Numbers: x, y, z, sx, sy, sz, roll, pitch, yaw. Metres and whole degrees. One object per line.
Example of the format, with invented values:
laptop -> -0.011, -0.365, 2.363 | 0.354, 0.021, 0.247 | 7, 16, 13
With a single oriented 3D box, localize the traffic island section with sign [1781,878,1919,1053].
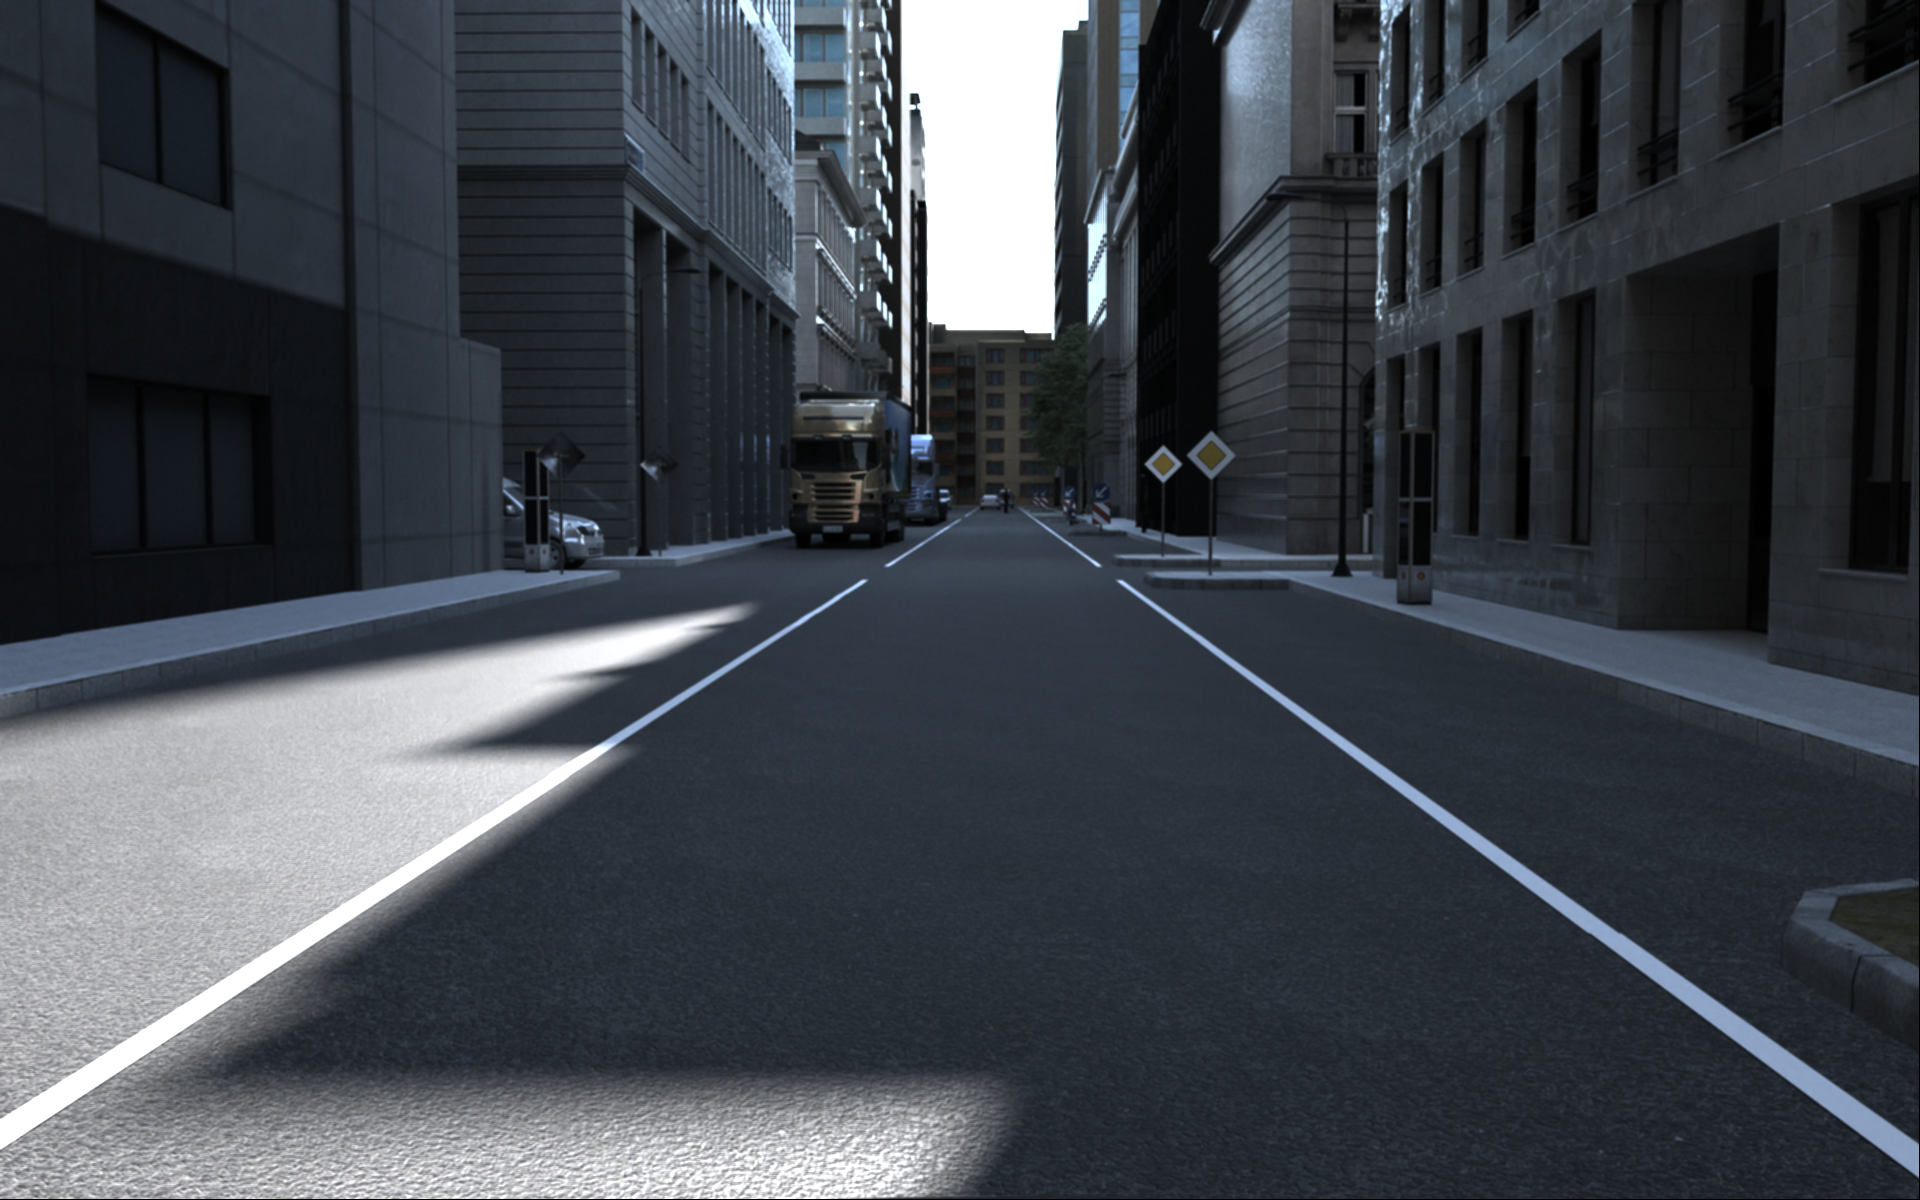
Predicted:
traffic island section with sign -> 3.463, 0.239, 4.726 | 1.989, 1.847, 2.006 | 0, 4, 1

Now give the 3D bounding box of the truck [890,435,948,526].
truck -> -2.147, -5.797, 84.544 | 2.967, 4.110, 18.799 | 0, 4, 2

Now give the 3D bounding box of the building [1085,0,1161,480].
building -> 16.411, -29.055, 125.155 | 14.600, 45.320, 14.200 | 0, 4, 1

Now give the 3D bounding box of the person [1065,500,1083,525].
person -> 5.170, -4.013, 79.610 | 0.738, 1.151, 1.012 | -1, 4, -15

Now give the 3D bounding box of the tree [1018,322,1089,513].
tree -> 7.599, -12.041, 114.995 | 7.486, 12.596, 7.792 | 0, 3, 0

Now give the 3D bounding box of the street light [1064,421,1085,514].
street light -> 7.295, -8.427, 110.323 | 1.470, 5.913, 1.316 | 0, 4, 1

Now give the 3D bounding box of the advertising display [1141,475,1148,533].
advertising display -> 6.120, -3.199, 57.511 | 0.123, 1.923, 0.974 | 1, 4, 13

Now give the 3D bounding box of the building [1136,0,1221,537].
building -> 12.873, -14.045, 59.311 | 12.332, 23.373, 15.834 | 0, 4, 1

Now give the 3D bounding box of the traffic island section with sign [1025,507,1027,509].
traffic island section with sign -> 7.153, -9.571, 165.110 | 1.989, 1.847, 2.006 | 0, 4, 1

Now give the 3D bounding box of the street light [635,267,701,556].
street light -> -6.000, -3.858, 35.624 | 1.470, 5.913, 1.316 | 0, 4, 1

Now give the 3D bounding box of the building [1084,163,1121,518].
building -> 12.549, -15.420, 101.267 | 9.793, 20.994, 18.267 | 0, 4, 1

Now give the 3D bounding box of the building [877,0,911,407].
building -> -11.496, -30.456, 148.068 | 14.600, 45.320, 14.200 | 0, 4, 1

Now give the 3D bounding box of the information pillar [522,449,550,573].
information pillar -> -6.941, -1.461, 28.376 | 0.304, 2.012, 0.304 | 1, 4, 21

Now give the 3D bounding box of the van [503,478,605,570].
van -> -8.778, -1.560, 32.515 | 4.112, 2.044, 2.013 | 0, 4, 3

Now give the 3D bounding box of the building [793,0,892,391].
building -> -16.555, -30.958, 125.779 | 23.786, 49.044, 30.456 | 0, 4, 1

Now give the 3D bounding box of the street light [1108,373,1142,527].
street light -> 6.384, -5.767, 66.832 | 1.470, 5.913, 1.316 | 0, 4, 1

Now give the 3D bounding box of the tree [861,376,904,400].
tree -> -5.266, -9.699, 108.938 | 4.360, 8.622, 3.978 | 0, 3, 0

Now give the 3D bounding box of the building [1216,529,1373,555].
building -> 18.520, -12.201, 41.282 | 24.055, 21.916, 13.314 | 0, 4, 1

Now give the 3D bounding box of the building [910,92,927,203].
building -> -10.467, -30.299, 178.980 | 14.086, 41.232, 14.154 | 0, 4, 1

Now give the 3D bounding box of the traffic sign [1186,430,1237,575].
traffic sign -> 3.948, -1.446, 27.283 | 0.795, 2.450, 0.064 | 0, 4, 1

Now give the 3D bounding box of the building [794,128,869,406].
building -> -11.255, -14.307, 84.829 | 10.553, 20.767, 40.483 | 0, 4, 1

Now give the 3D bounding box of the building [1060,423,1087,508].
building -> 20.373, -51.050, 147.343 | 22.319, 86.520, 31.000 | 0, 4, 1

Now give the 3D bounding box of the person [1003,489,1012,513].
person -> 3.543, -7.539, 131.781 | 0.705, 1.821, 1.348 | -2, 4, -28

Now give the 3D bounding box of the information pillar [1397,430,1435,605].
information pillar -> 5.292, -0.956, 20.117 | 0.304, 2.012, 0.304 | -1, 4, -15

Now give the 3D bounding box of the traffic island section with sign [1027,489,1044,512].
traffic island section with sign -> 6.523, -7.873, 137.347 | 1.989, 1.847, 2.006 | 0, 4, 1

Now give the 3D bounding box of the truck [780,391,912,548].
truck -> -3.038, -3.709, 49.556 | 2.839, 4.237, 11.283 | 0, 4, 3

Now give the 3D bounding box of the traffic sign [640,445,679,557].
traffic sign -> -6.158, -1.950, 35.523 | 0.795, 2.450, 0.064 | 0, 4, 1

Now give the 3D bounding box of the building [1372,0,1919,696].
building -> 11.448, -9.984, 17.991 | 10.420, 20.320, 16.860 | 0, 4, 1

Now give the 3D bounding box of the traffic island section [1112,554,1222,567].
traffic island section -> 4.156, -0.799, 35.343 | 2.009, 0.180, 2.903 | 0, 4, 1

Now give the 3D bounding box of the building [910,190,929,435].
building -> -10.232, -23.974, 163.678 | 14.160, 30.474, 14.107 | 0, 4, 1

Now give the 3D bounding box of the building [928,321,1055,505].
building -> -3.421, -22.198, 207.981 | 28.899, 21.520, 27.650 | 0, 4, 1

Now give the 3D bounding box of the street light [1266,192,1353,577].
street light -> 5.410, -3.320, 26.823 | 1.470, 5.913, 1.316 | 0, 4, 1

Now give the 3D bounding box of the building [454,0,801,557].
building -> -11.847, -16.635, 49.481 | 11.434, 29.767, 29.804 | 0, 4, 1

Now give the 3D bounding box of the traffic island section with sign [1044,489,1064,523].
traffic island section with sign -> 5.351, -4.791, 86.956 | 1.989, 1.847, 2.006 | 0, 4, 1

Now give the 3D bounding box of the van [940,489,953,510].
van -> -1.620, -9.083, 155.518 | 2.013, 2.044, 4.112 | 0, 3, 0

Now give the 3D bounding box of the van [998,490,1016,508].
van -> 4.572, -10.185, 173.531 | 2.013, 2.044, 4.112 | 0, 4, 1

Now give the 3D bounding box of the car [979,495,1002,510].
car -> 2.821, -9.007, 159.629 | 2.083, 1.381, 4.827 | 0, 4, 2

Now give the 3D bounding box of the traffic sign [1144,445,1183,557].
traffic sign -> 4.133, -1.934, 35.266 | 0.795, 2.450, 0.064 | 0, 4, 1

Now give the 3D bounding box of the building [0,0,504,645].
building -> -18.278, -35.416, 17.302 | 20.611, 71.187, 20.563 | 0, 4, 1

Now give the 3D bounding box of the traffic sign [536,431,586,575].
traffic sign -> -6.343, -1.462, 27.540 | 0.795, 2.450, 0.064 | 0, 4, 1

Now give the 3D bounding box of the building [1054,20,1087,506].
building -> 20.551, -33.704, 174.756 | 21.300, 48.544, 21.600 | 0, 4, 1

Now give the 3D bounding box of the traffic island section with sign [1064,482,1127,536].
traffic island section with sign -> 4.738, -3.141, 59.976 | 1.989, 1.847, 2.006 | 0, 4, 1

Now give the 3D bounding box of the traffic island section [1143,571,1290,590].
traffic island section -> 3.972, -0.311, 27.360 | 2.009, 0.180, 2.903 | 0, 4, 1

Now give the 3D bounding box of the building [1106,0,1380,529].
building -> 14.107, -14.573, 80.076 | 13.314, 21.916, 24.055 | 0, 4, 1

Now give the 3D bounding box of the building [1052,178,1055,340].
building -> 17.930, -31.646, 201.012 | 14.086, 41.232, 14.154 | 0, 4, 1
